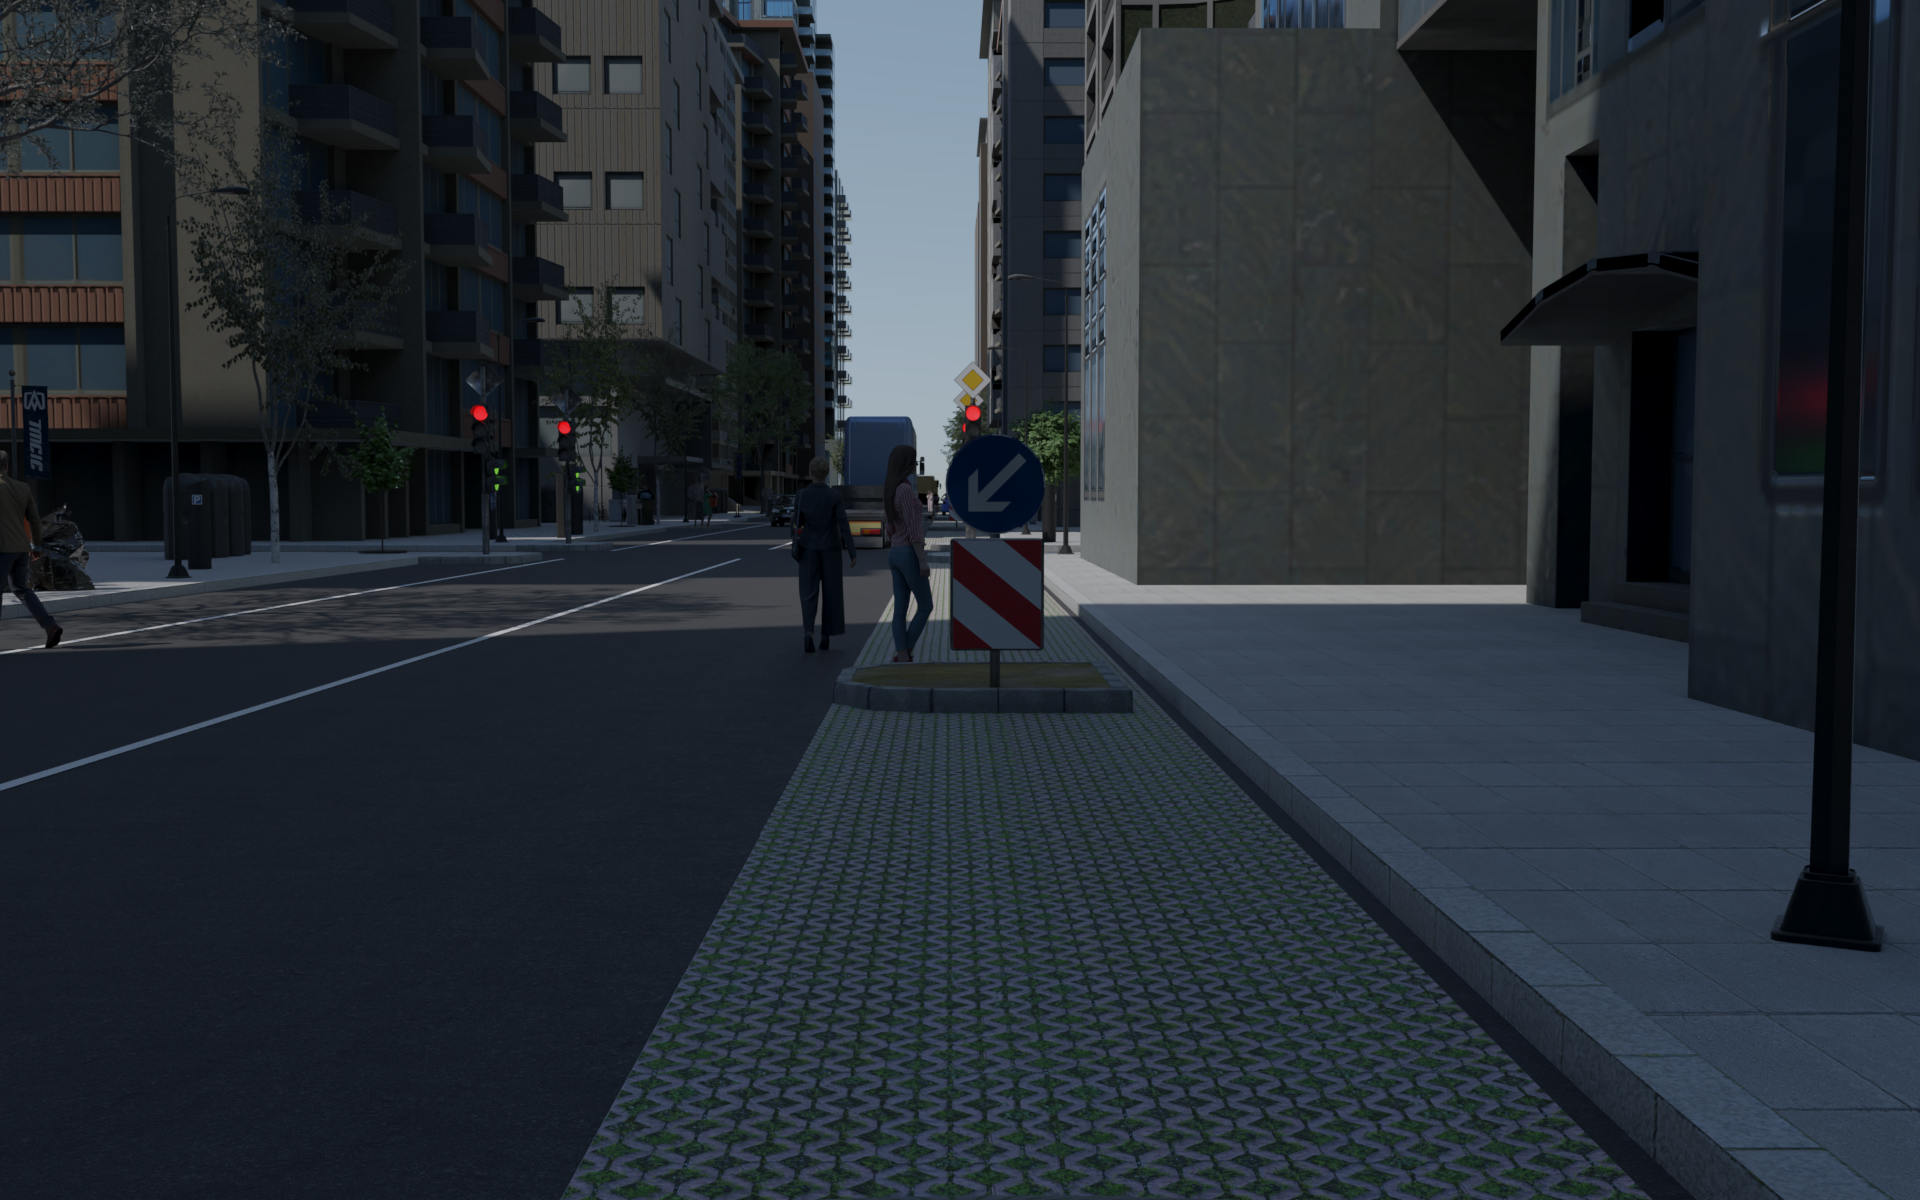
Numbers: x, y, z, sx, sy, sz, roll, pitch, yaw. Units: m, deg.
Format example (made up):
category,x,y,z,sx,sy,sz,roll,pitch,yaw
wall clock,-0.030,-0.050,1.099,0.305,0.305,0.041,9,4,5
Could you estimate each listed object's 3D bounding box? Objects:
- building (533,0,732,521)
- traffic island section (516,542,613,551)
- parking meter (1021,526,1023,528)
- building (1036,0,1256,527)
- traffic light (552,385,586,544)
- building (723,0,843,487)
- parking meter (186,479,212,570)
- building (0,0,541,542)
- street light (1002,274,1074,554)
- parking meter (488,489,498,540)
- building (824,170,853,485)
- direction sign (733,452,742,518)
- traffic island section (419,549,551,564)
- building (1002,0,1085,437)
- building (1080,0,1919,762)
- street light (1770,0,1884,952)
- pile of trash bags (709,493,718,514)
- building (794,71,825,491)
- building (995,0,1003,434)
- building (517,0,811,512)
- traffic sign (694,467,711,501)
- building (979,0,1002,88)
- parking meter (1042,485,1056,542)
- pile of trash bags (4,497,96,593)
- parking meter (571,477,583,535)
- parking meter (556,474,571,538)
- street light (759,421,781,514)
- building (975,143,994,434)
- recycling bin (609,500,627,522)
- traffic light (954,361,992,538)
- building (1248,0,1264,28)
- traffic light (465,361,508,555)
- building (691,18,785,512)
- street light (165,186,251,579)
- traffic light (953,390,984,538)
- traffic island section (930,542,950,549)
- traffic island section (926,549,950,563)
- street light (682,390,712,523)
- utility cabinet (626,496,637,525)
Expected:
category,x,y,z,sx,sy,sz,roll,pitch,yaw
building,-27.662,-30.891,94.306,28.713,52.752,27.495,0,4,0
traffic island section,-10.149,-1.378,44.818,2.009,0.180,2.903,0,4,0
parking meter,2.200,-3.696,66.147,0.255,1.863,0.399,3,5,44
building,13.884,-38.613,69.574,20.563,71.187,20.611,0,4,0
traffic light,-10.109,-3.411,44.684,0.839,4.253,0.868,0,4,0
building,-25.737,-55.401,218.478,22.319,86.520,31.000,0,4,0
parking meter,-12.976,-1.291,29.523,0.372,1.533,0.369,0,3,0
building,-26.048,-24.699,58.447,22.147,44.769,28.867,0,4,0
street light,1.716,-3.929,36.780,1.470,5.913,1.316,0,4,0
parking meter,-13.188,-2.460,48.631,0.372,1.533,0.369,0,3,0
building,-27.083,-38.584,250.464,23.786,49.044,30.456,0,4,0
direction sign,-12.326,-6.379,96.295,0.379,3.537,0.876,1,4,19
traffic island section,-10.096,-0.890,36.834,2.009,0.180,2.903,0,4,0
building,13.065,-34.432,104.959,21.231,58.520,28.212,0,4,0
building,13.683,-43.066,16.807,22.319,86.520,31.000,0,4,0
street light,1.977,-1.976,4.850,1.470,5.913,1.316,0,4,0
pile of trash bags,-17.199,-6.215,111.363,3.447,1.369,1.912,1,4,13
building,-21.566,-32.447,180.623,14.600,45.320,14.200,0,4,0
building,14.317,-30.468,152.777,22.147,44.769,28.867,0,4,0
building,-25.433,-30.835,158.775,22.147,44.769,28.867,0,4,0
traffic sign,-12.069,-4.958,81.163,0.768,2.556,0.104,0,4,0
building,16.561,-36.174,180.678,28.713,52.752,27.495,0,4,0
parking meter,2.377,-2.310,46.173,0.372,1.533,0.369,0,3,0
pile of trash bags,-13.020,-0.863,23.859,1.912,1.369,3.447,-2,4,-28
parking meter,-12.060,-2.981,54.453,0.255,1.863,0.399,2,4,32
parking meter,-11.628,-2.746,50.604,0.255,1.863,0.399,0,4,-1
street light,-12.077,-8.412,110.078,1.470,5.913,1.316,0,4,0
building,9.355,-34.613,216.027,14.600,45.320,14.200,0,4,0
recycling bin,-15.858,-4.149,80.393,0.722,1.027,0.722,0,4,5
traffic light,0.255,-2.927,36.783,0.839,4.253,0.868,0,4,0
building,16.943,-24.588,52.121,14.200,45.320,14.600,0,4,0
traffic light,-10.056,-2.922,36.699,0.839,4.253,0.868,0,4,0
building,-30.063,-26.924,132.091,32.217,40.220,23.993,0,4,0
street light,-11.397,-3.286,26.272,1.470,5.913,1.316,0,4,0
traffic light,0.202,-3.416,44.768,0.839,4.253,0.868,0,4,0
traffic island section,0.242,-1.382,44.882,2.009,0.180,2.903,0,4,0
traffic island section,0.295,-0.894,36.897,2.009,0.180,2.903,0,4,0
street light,-11.777,-6.429,77.658,1.470,5.913,1.316,0,4,0
utility cabinet,-13.592,-3.782,73.004,0.306,1.237,1.020,2,4,33
